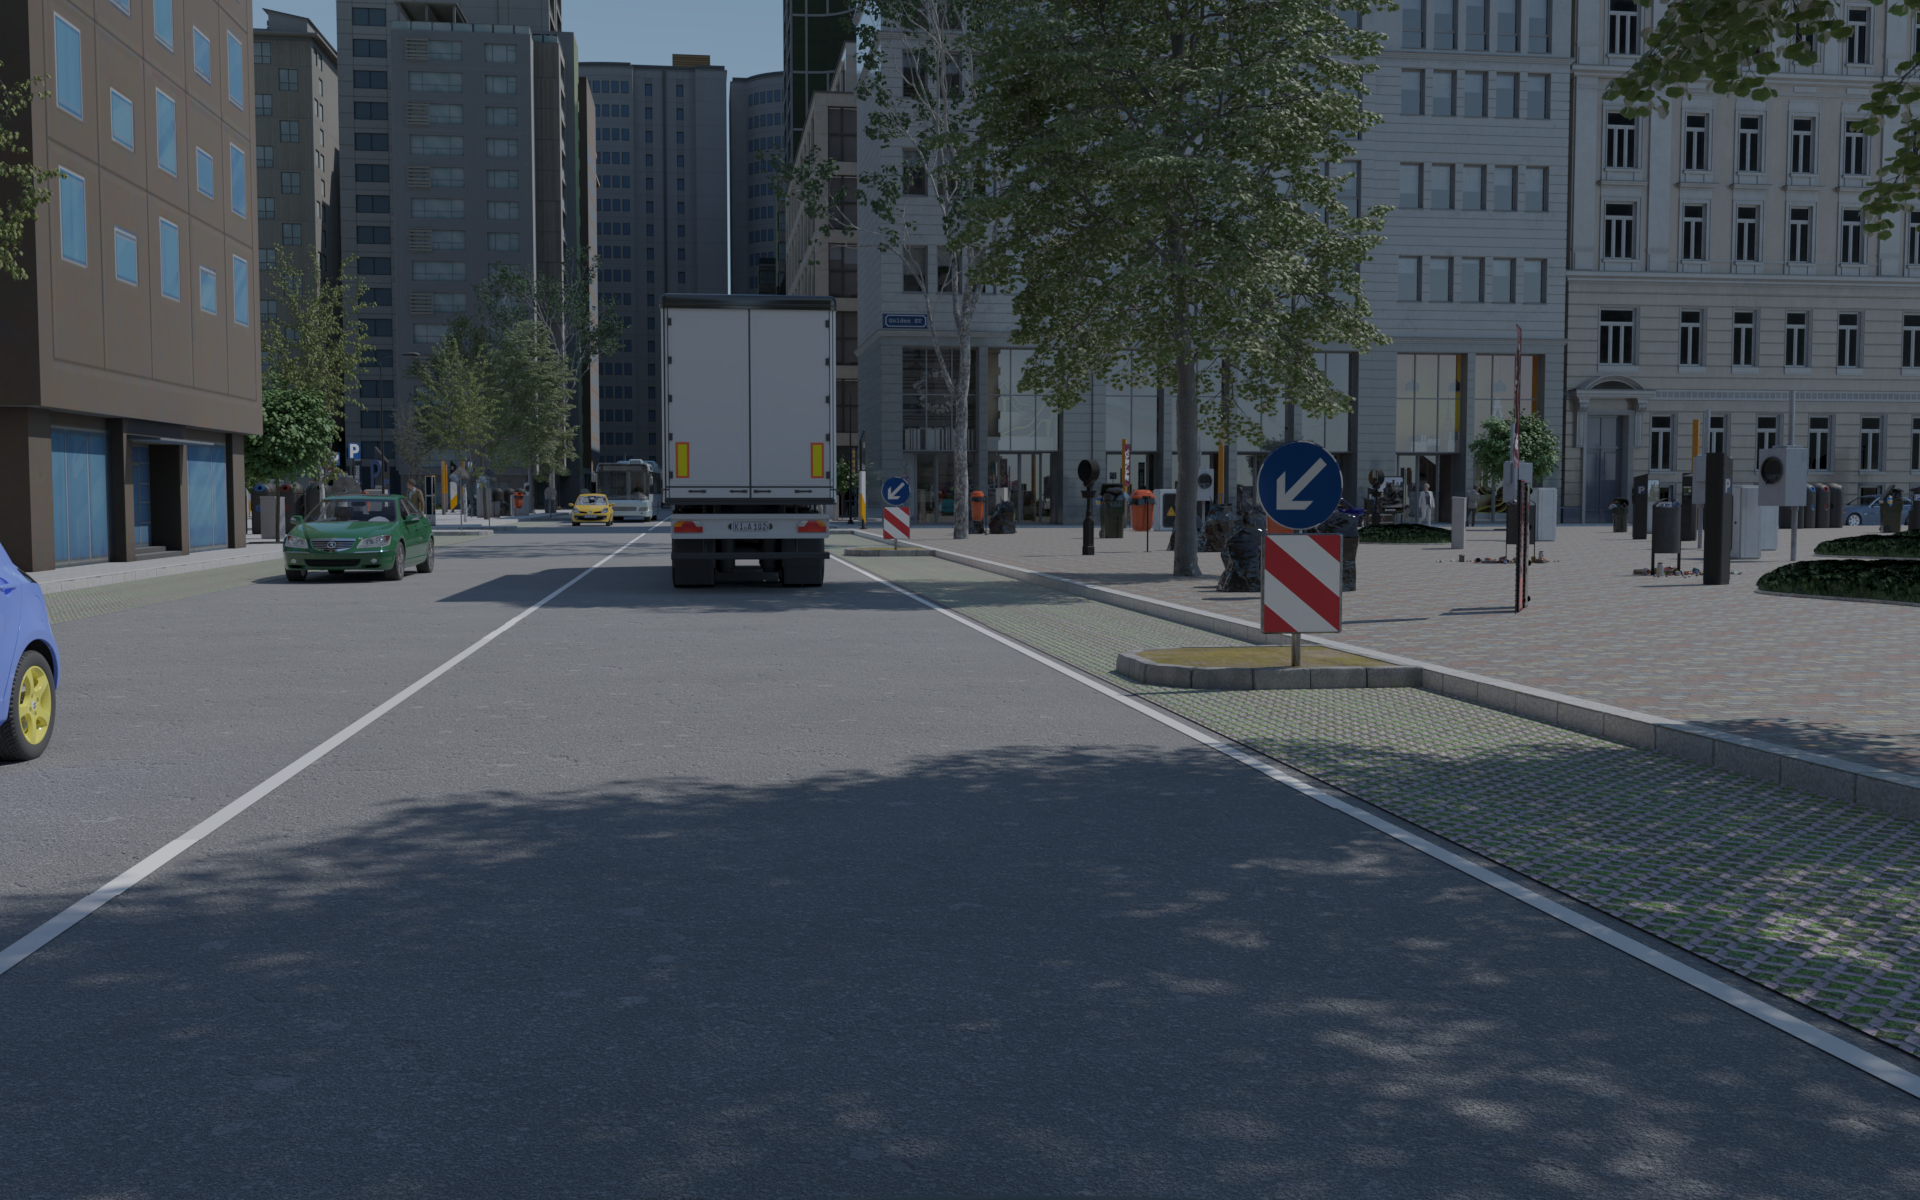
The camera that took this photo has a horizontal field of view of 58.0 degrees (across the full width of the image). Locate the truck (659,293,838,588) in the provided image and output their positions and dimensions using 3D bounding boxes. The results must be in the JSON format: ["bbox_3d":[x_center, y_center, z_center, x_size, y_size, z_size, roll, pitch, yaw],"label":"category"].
[{"bbox_3d":[-3.726,-2.508,29.920,2.839,4.237,11.283,0,4,-8],"label":"truck"}]

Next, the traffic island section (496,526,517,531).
[{"bbox_3d":[-18.597,-2.819,68.373,2.009,0.180,2.903,-1,4,-8],"label":"traffic island section"}]

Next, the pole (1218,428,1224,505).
[{"bbox_3d":[8.032,-3.637,53.301,0.158,3.312,0.155,0,3,0],"label":"pole"}]

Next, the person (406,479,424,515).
[{"bbox_3d":[-15.032,-2.396,47.589,0.656,1.842,0.836,-1,4,-10],"label":"person"}]

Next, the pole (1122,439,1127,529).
[{"bbox_3d":[6.092,-4.305,64.224,0.158,3.312,0.155,0,3,0],"label":"pole"}]

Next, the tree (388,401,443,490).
[{"bbox_3d":[-42.251,-11.219,133.797,4.360,8.622,3.978,0,3,0],"label":"tree"}]

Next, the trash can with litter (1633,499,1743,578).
[{"bbox_3d":[11.601,-1.003,27.464,2.233,1.210,1.678,-1,4,-18],"label":"trash can with litter"}]

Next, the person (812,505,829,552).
[{"bbox_3d":[-3.575,-2.064,42.347,0.635,1.810,0.391,2,4,26],"label":"person"}]

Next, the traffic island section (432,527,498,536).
[{"bbox_3d":[-17.428,-2.336,60.473,2.009,0.180,2.903,-1,4,-8],"label":"traffic island section"}]

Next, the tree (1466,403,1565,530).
[{"bbox_3d":[19.851,-4.784,61.931,4.285,4.588,4.351,0,3,0],"label":"tree"}]

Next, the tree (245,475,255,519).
[{"bbox_3d":[-35.926,-5.726,88.214,1.663,3.219,1.824,0,3,0],"label":"tree"}]

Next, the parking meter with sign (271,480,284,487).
[{"bbox_3d":[-35.614,-5.757,90.393,0.543,3.016,1.738,3,5,40],"label":"parking meter with sign"}]

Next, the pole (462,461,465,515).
[{"bbox_3d":[-30.833,-6.953,107.530,0.158,3.312,0.155,0,3,0],"label":"pole"}]

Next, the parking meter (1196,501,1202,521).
[{"bbox_3d":[8.829,-3.562,63.951,0.255,1.863,0.399,0,4,-7],"label":"parking meter"}]

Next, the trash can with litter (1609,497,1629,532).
[{"bbox_3d":[22.159,-2.863,58.193,0.624,1.170,1.055,2,4,25],"label":"trash can with litter"}]

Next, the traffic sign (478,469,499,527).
[{"bbox_3d":[-18.575,-3.955,68.314,0.795,2.450,0.064,-1,4,-8],"label":"traffic sign"}]

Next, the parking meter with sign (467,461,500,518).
[{"bbox_3d":[-25.557,-5.919,93.035,0.543,3.016,1.738,3,5,39],"label":"parking meter with sign"}]

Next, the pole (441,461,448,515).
[{"bbox_3d":[-31.682,-6.872,106.207,0.158,3.312,0.155,0,3,0],"label":"pole"}]

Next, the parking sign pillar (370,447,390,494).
[{"bbox_3d":[-32.868,-6.710,98.185,1.447,3.967,1.447,3,5,41],"label":"parking sign pillar"}]

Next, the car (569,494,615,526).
[{"bbox_3d":[-16.569,-4.151,78.098,2.015,1.641,3.980,-1,4,-9],"label":"car"}]

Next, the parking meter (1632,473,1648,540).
[{"bbox_3d":[19.186,-2.641,48.897,0.399,1.863,0.255,1,4,10],"label":"parking meter"}]

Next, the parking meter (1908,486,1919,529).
[{"bbox_3d":[27.083,-2.487,49.069,0.372,1.533,0.369,0,3,0],"label":"parking meter"}]

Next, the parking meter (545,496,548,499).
[{"bbox_3d":[-29.869,-7.157,125.426,0.372,1.533,0.369,0,3,0],"label":"parking meter"}]

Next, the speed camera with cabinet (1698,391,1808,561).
[{"bbox_3d":[15.515,-2.415,33.817,0.660,3.252,2.038,-1,4,-20],"label":"speed camera with cabinet"}]

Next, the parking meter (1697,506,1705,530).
[{"bbox_3d":[26.501,-3.264,61.773,0.372,1.533,0.369,0,3,0],"label":"parking meter"}]

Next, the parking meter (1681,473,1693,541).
[{"bbox_3d":[19.805,-2.538,47.202,0.255,1.863,0.399,1,4,22],"label":"parking meter"}]

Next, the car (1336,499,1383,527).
[{"bbox_3d":[14.532,-3.388,67.969,3.894,1.354,1.945,-1,4,-9],"label":"car"}]

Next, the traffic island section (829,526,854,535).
[{"bbox_3d":[-4.921,-2.448,62.314,2.009,0.180,2.903,-1,4,-8],"label":"traffic island section"}]

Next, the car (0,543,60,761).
[{"bbox_3d":[-5.647,0.100,7.957,1.945,1.707,3.694,0,4,-7],"label":"car"}]

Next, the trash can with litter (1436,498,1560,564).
[{"bbox_3d":[10.107,-1.311,32.491,2.233,1.210,1.678,1,4,17],"label":"trash can with litter"}]

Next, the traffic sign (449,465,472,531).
[{"bbox_3d":[-17.405,-3.472,60.415,0.795,2.450,0.064,-1,4,-8],"label":"traffic sign"}]

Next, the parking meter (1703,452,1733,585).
[{"bbox_3d":[10.739,-1.151,24.534,0.399,1.863,0.255,-3,5,-45],"label":"parking meter"}]

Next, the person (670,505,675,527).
[{"bbox_3d":[-12.392,-4.108,75.894,0.641,1.798,0.478,-1,4,-14],"label":"person"}]

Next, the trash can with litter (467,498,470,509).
[{"bbox_3d":[-31.809,-6.168,112.227,1.055,1.170,0.624,1,4,9],"label":"trash can with litter"}]

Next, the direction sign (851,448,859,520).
[{"bbox_3d":[-5.125,-5.715,85.443,0.379,3.537,0.876,2,4,27],"label":"direction sign"}]

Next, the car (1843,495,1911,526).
[{"bbox_3d":[38.681,-3.755,73.401,4.499,1.417,2.014,-1,4,-10],"label":"car"}]

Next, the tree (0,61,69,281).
[{"bbox_3d":[-15.407,-4.587,25.368,4.737,8.622,4.395,0,3,0],"label":"tree"}]

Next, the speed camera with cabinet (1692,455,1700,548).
[{"bbox_3d":[17.922,-2.794,40.018,0.660,3.252,2.038,-1,4,-23],"label":"speed camera with cabinet"}]

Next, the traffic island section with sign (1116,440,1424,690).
[{"bbox_3d":[2.297,-0.301,13.549,1.989,1.847,2.006,-1,4,-8],"label":"traffic island section with sign"}]

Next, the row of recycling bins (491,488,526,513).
[{"bbox_3d":[-30.745,-6.694,116.560,1.069,1.692,3.534,3,5,40],"label":"row of recycling bins"}]

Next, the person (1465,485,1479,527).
[{"bbox_3d":[20.029,-3.618,67.832,0.592,1.802,0.473,1,4,20],"label":"person"}]

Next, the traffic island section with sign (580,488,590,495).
[{"bbox_3d":[-25.861,-6.791,119.664,1.989,1.847,2.006,-1,4,-8],"label":"traffic island section with sign"}]

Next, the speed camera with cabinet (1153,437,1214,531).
[{"bbox_3d":[7.737,-4.014,59.966,2.038,3.252,0.660,-1,4,-16],"label":"speed camera with cabinet"}]

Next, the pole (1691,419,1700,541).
[{"bbox_3d":[20.110,-3.276,47.407,0.158,3.312,0.155,0,3,0],"label":"pole"}]

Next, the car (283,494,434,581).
[{"bbox_3d":[-10.340,-1.115,30.029,2.131,1.459,4.920,0,4,-7],"label":"car"}]

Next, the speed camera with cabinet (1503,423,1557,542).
[{"bbox_3d":[15.703,-3.265,47.726,0.660,3.252,2.038,-1,4,-10],"label":"speed camera with cabinet"}]

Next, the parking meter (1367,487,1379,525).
[{"bbox_3d":[14.361,-3.170,60.245,0.372,1.533,0.369,0,3,0],"label":"parking meter"}]

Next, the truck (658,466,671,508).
[{"bbox_3d":[-30.150,-11.571,178.103,2.839,4.237,11.283,-1,4,-9],"label":"truck"}]

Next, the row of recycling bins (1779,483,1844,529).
[{"bbox_3d":[31.863,-3.535,64.903,3.534,1.692,1.069,-2,4,-34],"label":"row of recycling bins"}]

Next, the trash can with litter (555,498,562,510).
[{"bbox_3d":[-32.064,-7.688,137.090,1.055,1.170,0.624,-3,5,-45],"label":"trash can with litter"}]

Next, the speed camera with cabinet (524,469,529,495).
[{"bbox_3d":[-35.306,-8.849,139.021,2.038,3.252,0.660,0,4,-6],"label":"speed camera with cabinet"}]

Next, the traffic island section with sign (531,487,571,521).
[{"bbox_3d":[-21.883,-5.146,92.759,1.989,1.847,2.006,-1,4,-8],"label":"traffic island section with sign"}]

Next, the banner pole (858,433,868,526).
[{"bbox_3d":[-3.913,-4.926,70.555,0.401,3.779,0.863,0,4,7],"label":"banner pole"}]

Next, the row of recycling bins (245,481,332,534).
[{"bbox_3d":[-21.904,-2.960,55.511,3.534,1.692,1.069,0,4,-1],"label":"row of recycling bins"}]

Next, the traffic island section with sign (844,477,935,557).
[{"bbox_3d":[-1.679,-1.940,40.354,1.989,1.847,2.006,-1,4,-8],"label":"traffic island section with sign"}]

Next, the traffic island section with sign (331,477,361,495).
[{"bbox_3d":[-13.986,-1.880,39.368,1.989,1.847,2.006,-1,4,-8],"label":"traffic island section with sign"}]

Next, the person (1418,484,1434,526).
[{"bbox_3d":[18.398,-3.677,68.499,0.514,1.842,0.818,-2,4,-26],"label":"person"}]

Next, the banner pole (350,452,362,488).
[{"bbox_3d":[-31.381,-6.105,89.839,0.863,3.779,0.401,1,4,12],"label":"banner pole"}]

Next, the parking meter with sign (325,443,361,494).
[{"bbox_3d":[-21.419,-3.870,59.542,1.738,3.016,0.543,2,4,28],"label":"parking meter with sign"}]
